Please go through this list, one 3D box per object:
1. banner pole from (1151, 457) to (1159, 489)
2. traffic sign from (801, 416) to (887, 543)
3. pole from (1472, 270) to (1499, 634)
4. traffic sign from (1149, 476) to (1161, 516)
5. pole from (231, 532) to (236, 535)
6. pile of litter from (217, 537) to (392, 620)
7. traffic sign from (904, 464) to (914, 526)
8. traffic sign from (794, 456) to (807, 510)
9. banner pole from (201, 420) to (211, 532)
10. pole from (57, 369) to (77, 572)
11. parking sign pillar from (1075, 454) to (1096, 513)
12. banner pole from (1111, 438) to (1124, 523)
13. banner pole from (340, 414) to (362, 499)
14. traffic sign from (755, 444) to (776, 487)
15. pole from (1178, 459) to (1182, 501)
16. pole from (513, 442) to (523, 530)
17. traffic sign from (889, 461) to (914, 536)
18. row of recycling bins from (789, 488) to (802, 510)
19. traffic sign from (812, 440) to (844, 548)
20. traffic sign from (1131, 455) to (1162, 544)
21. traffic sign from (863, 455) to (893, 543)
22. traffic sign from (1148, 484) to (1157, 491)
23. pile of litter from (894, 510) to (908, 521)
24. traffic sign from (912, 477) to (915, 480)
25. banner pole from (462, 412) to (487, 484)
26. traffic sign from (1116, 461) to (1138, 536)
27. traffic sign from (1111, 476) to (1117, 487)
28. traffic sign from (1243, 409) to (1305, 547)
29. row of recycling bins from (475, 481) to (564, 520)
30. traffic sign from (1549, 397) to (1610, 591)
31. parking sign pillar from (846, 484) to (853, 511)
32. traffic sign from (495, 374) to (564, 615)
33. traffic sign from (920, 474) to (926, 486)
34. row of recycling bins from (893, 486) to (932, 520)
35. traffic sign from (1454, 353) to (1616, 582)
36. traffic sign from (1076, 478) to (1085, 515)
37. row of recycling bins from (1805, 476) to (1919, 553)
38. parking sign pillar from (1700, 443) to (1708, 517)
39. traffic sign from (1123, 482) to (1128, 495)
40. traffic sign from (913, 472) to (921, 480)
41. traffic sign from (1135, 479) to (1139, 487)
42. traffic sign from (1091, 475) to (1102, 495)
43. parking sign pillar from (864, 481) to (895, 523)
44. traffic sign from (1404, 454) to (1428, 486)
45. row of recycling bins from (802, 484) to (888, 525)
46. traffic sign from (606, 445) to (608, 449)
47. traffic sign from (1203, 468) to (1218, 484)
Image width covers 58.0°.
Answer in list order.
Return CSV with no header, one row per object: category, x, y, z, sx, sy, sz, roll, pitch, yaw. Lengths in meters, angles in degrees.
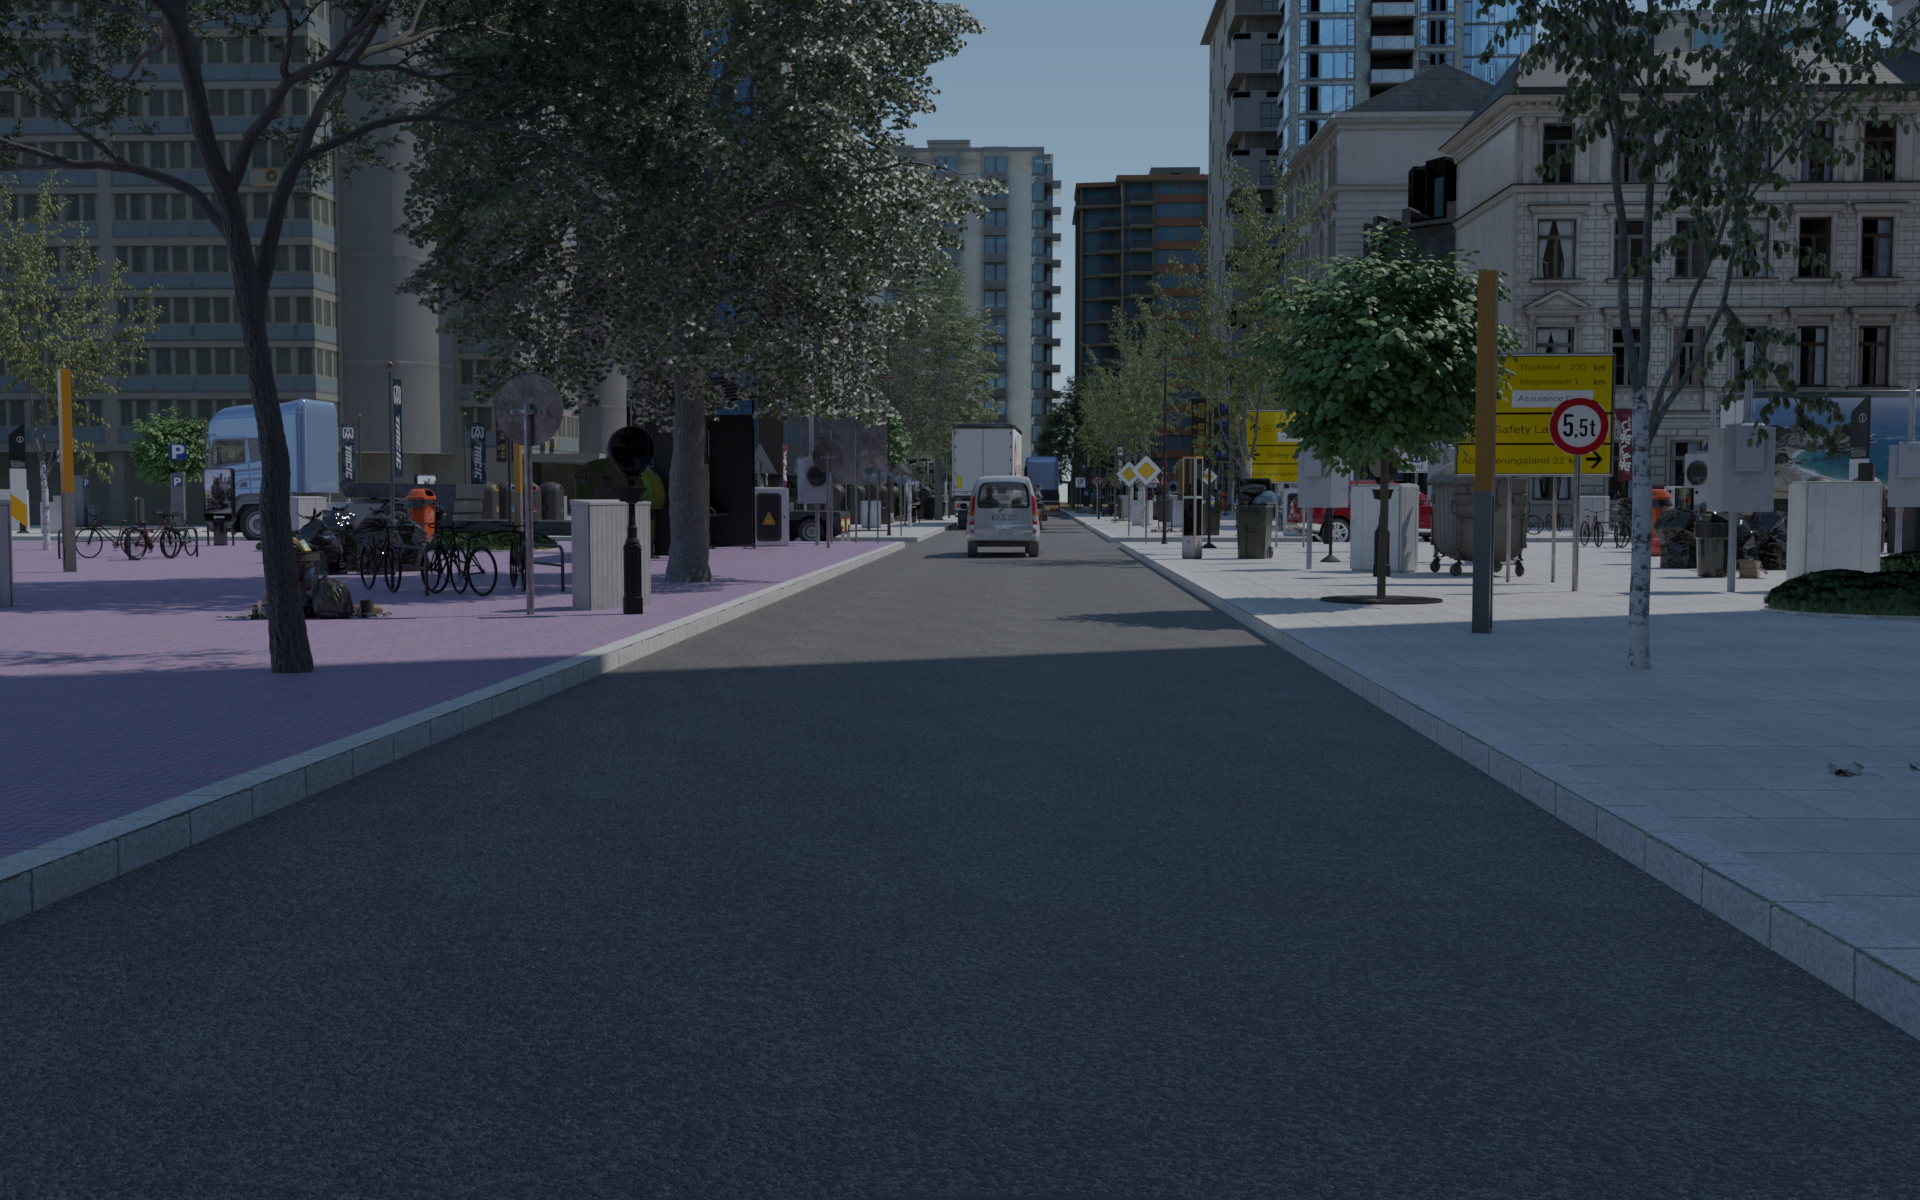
banner pole,12.692,-7.487,112.435,0.863,3.779,0.401,-2,4,-32
traffic sign,-3.054,-3.157,45.483,2.265,3.308,0.079,0,4,4
pole,4.828,-1.350,15.917,0.158,3.312,0.155,0,3,0
traffic sign,10.419,-5.710,93.369,0.884,2.594,0.081,0,4,4
pole,-22.883,-3.707,54.456,0.158,3.312,0.155,0,3,0
pile of litter,-6.876,-0.257,18.165,1.719,0.858,1.176,1,4,16
traffic sign,-2.241,-4.311,70.598,0.768,2.556,0.104,0,4,4
traffic sign,-5.024,-3.433,56.232,0.768,2.556,0.104,0,4,7
banner pole,-25.488,-4.218,58.988,0.401,3.779,0.863,1,4,22
pole,-14.653,-2.114,28.414,0.158,3.312,0.155,0,3,0
parking sign pillar,8.419,-7.761,115.368,1.447,3.967,1.447,0,4,4
banner pole,6.983,-5.286,76.437,0.401,3.779,0.863,3,4,38
banner pole,-18.968,-3.924,54.169,0.401,3.779,0.863,3,5,39
traffic sign,-5.162,-2.729,44.615,0.884,2.594,0.081,1,4,9
pole,12.776,-6.521,100.454,0.158,3.312,0.155,0,3,0
pole,-10.524,-2.900,41.255,0.158,3.312,0.155,0,3,0
traffic sign,-1.800,-3.017,52.971,0.795,2.450,0.064,0,4,2
row of recycling bins,-11.167,-6.970,121.075,3.534,1.692,1.069,0,4,8
traffic sign,-3.116,-2.494,40.880,0.768,2.556,0.104,0,4,5
traffic sign,4.802,-2.510,44.682,0.795,2.450,0.064,0,4,2
traffic sign,-2.135,-2.529,44.993,0.795,2.450,0.064,0,4,2
traffic sign,12.217,-6.604,110.112,0.606,2.300,0.079,1,4,9
pile of litter,-2.694,-4.159,81.964,1.176,0.858,1.719,1,4,18
traffic sign,-2.681,-5.515,90.175,0.884,2.594,0.081,0,4,7
banner pole,-14.953,-3.864,53.193,0.863,3.779,0.401,0,4,-5
traffic sign,5.137,-2.998,52.660,0.795,2.450,0.064,0,4,2
traffic sign,10.860,-7.416,121.349,0.768,2.556,0.104,1,4,10
traffic sign,7.951,-2.921,41.626,2.265,3.308,0.079,0,4,6
row of recycling bins,-14.709,-3.086,57.573,1.069,1.692,3.534,3,4,37
traffic sign,8.109,-1.386,22.764,0.768,2.556,0.104,0,4,7
parking sign pillar,-6.935,-7.595,112.656,1.447,3.967,1.447,-2,4,-27
traffic sign,-4.575,-1.117,18.372,0.768,2.556,0.104,1,4,9
traffic sign,-2.467,-6.645,108.759,0.768,2.556,0.104,0,4,5
row of recycling bins,-3.075,-4.943,87.923,3.534,1.692,1.069,1,4,19
traffic sign,8.296,-1.909,25.079,2.265,3.308,0.079,0,4,3
traffic sign,7.435,-6.414,107.001,0.606,2.300,0.079,0,4,3
row of recycling bins,20.206,-1.880,37.846,3.534,1.692,1.069,3,5,43
parking sign pillar,27.483,-4.553,62.910,1.447,3.967,1.447,-2,4,-32
traffic sign,9.248,-5.867,96.025,0.768,2.556,0.104,1,4,9
traffic sign,-2.584,-6.050,99.023,0.768,2.556,0.104,1,4,12
traffic sign,12.444,-7.227,119.346,0.795,2.450,0.064,1,4,9
traffic sign,9.352,-7.222,118.182,0.768,2.556,0.104,1,4,10
parking sign pillar,-3.591,-5.346,75.873,1.447,3.967,1.447,1,4,14
traffic sign,8.817,-1.919,33.502,0.606,2.300,0.079,1,4,11
row of recycling bins,-4.758,-4.043,73.213,3.534,1.692,1.069,0,4,2
traffic sign,-7.373,-2.305,37.796,0.768,2.556,0.104,1,4,11
traffic sign,10.739,-4.510,74.922,0.795,2.450,0.064,1,4,11
